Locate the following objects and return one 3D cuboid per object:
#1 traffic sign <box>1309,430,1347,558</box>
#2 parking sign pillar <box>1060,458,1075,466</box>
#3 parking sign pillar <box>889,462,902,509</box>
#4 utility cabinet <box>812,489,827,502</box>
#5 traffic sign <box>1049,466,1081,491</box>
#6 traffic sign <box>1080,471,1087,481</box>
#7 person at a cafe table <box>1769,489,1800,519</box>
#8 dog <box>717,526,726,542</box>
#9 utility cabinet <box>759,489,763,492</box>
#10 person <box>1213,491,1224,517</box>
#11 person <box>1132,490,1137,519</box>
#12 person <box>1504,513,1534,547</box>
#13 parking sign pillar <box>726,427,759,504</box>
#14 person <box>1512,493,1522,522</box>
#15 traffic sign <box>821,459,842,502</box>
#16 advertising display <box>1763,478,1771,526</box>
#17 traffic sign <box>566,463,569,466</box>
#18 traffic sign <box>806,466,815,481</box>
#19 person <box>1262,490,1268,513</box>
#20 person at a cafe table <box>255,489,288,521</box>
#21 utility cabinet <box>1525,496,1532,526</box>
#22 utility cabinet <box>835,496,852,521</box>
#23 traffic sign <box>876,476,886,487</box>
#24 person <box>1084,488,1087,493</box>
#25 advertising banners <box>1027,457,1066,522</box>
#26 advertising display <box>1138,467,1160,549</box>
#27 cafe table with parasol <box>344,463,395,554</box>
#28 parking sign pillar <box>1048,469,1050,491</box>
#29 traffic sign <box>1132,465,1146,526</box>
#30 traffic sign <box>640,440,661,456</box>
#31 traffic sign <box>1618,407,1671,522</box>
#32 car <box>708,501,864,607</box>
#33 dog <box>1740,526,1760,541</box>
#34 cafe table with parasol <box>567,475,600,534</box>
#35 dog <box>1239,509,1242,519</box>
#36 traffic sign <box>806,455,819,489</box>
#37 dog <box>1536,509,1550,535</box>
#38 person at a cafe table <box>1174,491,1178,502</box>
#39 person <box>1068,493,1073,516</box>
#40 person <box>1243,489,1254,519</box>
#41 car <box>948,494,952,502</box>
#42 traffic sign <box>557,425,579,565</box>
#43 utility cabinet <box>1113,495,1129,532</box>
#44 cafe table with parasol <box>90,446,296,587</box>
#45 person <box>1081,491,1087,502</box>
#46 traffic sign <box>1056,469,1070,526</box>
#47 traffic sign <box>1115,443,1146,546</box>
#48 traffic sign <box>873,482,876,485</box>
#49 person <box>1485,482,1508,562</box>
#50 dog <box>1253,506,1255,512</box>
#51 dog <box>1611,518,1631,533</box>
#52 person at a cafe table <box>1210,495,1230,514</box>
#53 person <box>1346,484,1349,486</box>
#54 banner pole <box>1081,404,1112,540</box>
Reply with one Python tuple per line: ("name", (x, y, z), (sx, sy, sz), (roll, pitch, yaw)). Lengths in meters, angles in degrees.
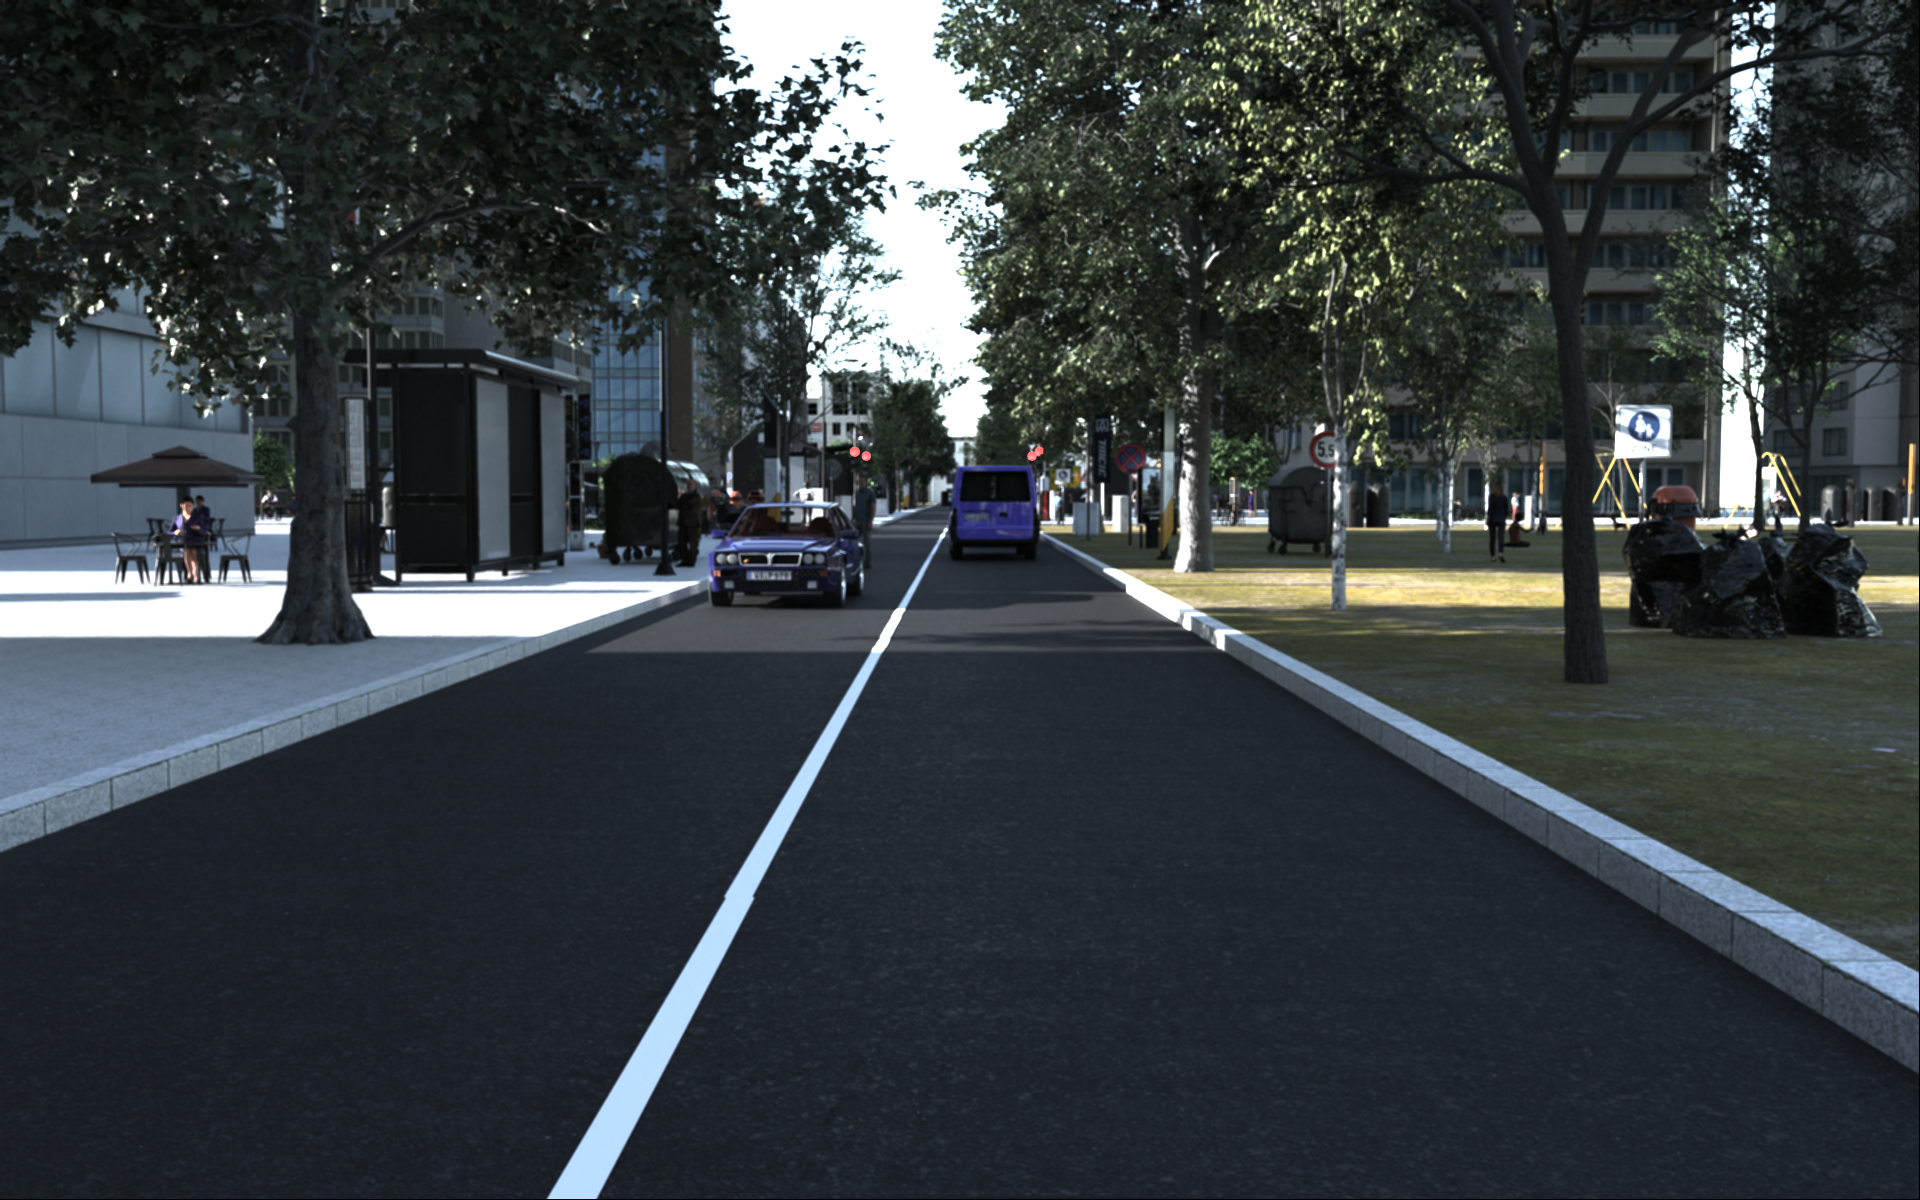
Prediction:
("traffic sign", (7.393, -2.122, 34.808), (0.768, 2.556, 0.104), (1, 4, 10))
("parking sign pillar", (7.988, -8.665, 130.137), (1.447, 3.967, 1.447), (-1, 4, -14))
("parking sign pillar", (-5.553, -9.582, 145.132), (1.447, 3.967, 1.447), (-2, 4, -24))
("utility cabinet", (-5.964, -3.766, 70.251), (1.173, 1.500, 0.318), (2, 4, 26))
("traffic sign", (7.567, -8.001, 124.690), (2.265, 3.308, 0.079), (0, 4, 4))
("traffic sign", (5.303, -4.295, 70.219), (0.884, 2.594, 0.081), (1, 4, 9))
("person at a cafe table", (43.383, -5.061, 91.263), (1.698, 1.524, 1.622), (-1, 4, -18))
("dog", (-5.696, -1.594, 42.893), (0.406, 0.507, 0.540), (2, 4, 29))
("utility cabinet", (-9.712, -4.415, 80.870), (1.173, 1.500, 0.318), (-1, 4, -10))
("person", (14.344, -5.329, 96.402), (0.421, 1.427, 0.697), (-3, 4, -38))
("person", (9.209, -5.064, 89.373), (0.617, 1.759, 0.750), (1, 4, 10))
("person", (13.566, -1.688, 41.926), (0.655, 0.850, 0.859), (0, 4, -6))
("parking sign pillar", (-8.569, -4.880, 68.262), (1.447, 3.967, 1.447), (3, 5, 45))
("person", (25.750, -4.290, 80.096), (0.340, 1.345, 0.435), (3, 4, 38))
("traffic sign", (-4.668, -3.831, 62.745), (0.768, 2.556, 0.104), (0, 4, 2))
("advertising display", (32.480, -3.962, 69.987), (0.974, 1.923, 0.123), (-3, 5, -40))
("traffic sign", (-8.617, -2.246, 36.826), (0.768, 2.556, 0.104), (0, 4, 6))
("traffic sign", (-7.168, -4.951, 80.681), (0.795, 2.593, 0.064), (0, 4, 1))
("person", (21.289, -6.970, 120.153), (0.789, 1.805, 0.875), (-1, 4, -14))
("person at a cafe table", (-32.663, -4.481, 81.774), (1.698, 1.524, 1.622), (-1, 4, -10))
("utility cabinet", (22.962, -3.590, 69.855), (0.306, 1.237, 1.020), (1, 4, 21))
("utility cabinet", (-4.638, -3.524, 68.784), (0.306, 1.237, 1.020), (1, 4, 21))
("traffic sign", (-5.501, -7.356, 120.379), (0.768, 2.556, 0.104), (0, 4, 6))
("person", (11.300, -9.189, 156.244), (1.348, 1.831, 0.705), (2, 4, 35))
("advertising banners", (4.048, -5.204, 81.270), (2.074, 3.025, 0.090), (2, 4, 30))
("advertising display", (4.563, -2.192, 41.060), (0.123, 1.923, 0.974), (3, 5, 44))
("cafe table with parasol", (-12.273, -2.002, 37.604), (2.610, 1.966, 2.610), (0, 4, 4))
("parking sign pillar", (7.485, -9.129, 137.727), (1.447, 3.967, 1.447), (0, 4, 5))
("traffic sign", (7.152, -4.248, 69.568), (0.768, 2.556, 0.104), (0, 4, 8))
("traffic sign", (-7.222, -2.506, 41.079), (0.768, 2.556, 0.104), (0, 4, 1))
("traffic sign", (7.896, -1.097, 20.063), (0.606, 2.300, 0.079), (0, 4, 8))
("car", (-2.284, -0.656, 23.313), (1.945, 1.354, 3.894), (0, 4, 2))
("dog", (11.496, -0.685, 25.577), (0.513, 0.831, 0.800), (1, 4, 21))
("cafe table with parasol", (-12.954, -3.138, 56.174), (2.610, 1.966, 2.610), (-1, 4, -21))
("dog", (14.148, -4.400, 88.778), (0.406, 0.507, 0.540), (2, 4, 35))
("traffic sign", (-8.144, -5.698, 87.028), (2.265, 3.308, 0.079), (0, 4, 2))
("dog", (18.385, -2.445, 54.351), (0.800, 0.831, 0.513), (-2, 4, -34))
("person at a cafe table", (14.009, -6.566, 115.876), (1.622, 1.524, 1.698), (0, 4, 1))
("person", (6.389, -5.540, 100.528), (0.340, 1.345, 0.435), (0, 4, 3))
("person", (14.997, -4.979, 89.822), (0.546, 1.535, 0.453), (-1, 4, -9))
("car", (-1.308, -12.774, 217.643), (1.959, 1.807, 4.718), (0, 3, 0))
("traffic sign", (-7.207, -1.893, 31.057), (0.768, 2.556, 0.104), (0, 4, 3))
("utility cabinet", (5.519, -2.950, 59.395), (0.306, 1.237, 1.020), (1, 4, 19))
("cafe table with parasol", (-11.055, -1.209, 24.639), (2.610, 1.966, 2.610), (-3, 5, -45))
("person", (7.164, -5.456, 98.430), (0.628, 1.438, 0.799), (0, 4, -7))
("traffic sign", (4.173, -4.160, 70.149), (0.606, 2.300, 0.079), (0, 4, 5))
("traffic sign", (4.243, -2.630, 43.114), (0.768, 2.556, 0.104), (0, 4, 2))
("traffic sign", (-7.101, -8.419, 139.785), (0.606, 2.300, 0.079), (0, 4, 4))
("person", (10.164, -1.474, 32.683), (0.480, 1.512, 0.613), (-1, 4, -14))
("dog", (21.533, -6.694, 127.188), (0.550, 0.427, 0.748), (2, 4, 28))
("dog", (21.721, -2.455, 56.967), (0.540, 0.507, 0.406), (0, 4, 7))
("person at a cafe table", (16.720, -6.134, 111.150), (1.726, 1.238, 1.698), (0, 4, 4))
("person", (18.309, -4.616, 82.198), (0.565, 1.739, 0.600), (1, 4, 15))
("banner pole", (3.781, -3.538, 47.860), (0.863, 3.779, 0.401), (1, 4, 19))
